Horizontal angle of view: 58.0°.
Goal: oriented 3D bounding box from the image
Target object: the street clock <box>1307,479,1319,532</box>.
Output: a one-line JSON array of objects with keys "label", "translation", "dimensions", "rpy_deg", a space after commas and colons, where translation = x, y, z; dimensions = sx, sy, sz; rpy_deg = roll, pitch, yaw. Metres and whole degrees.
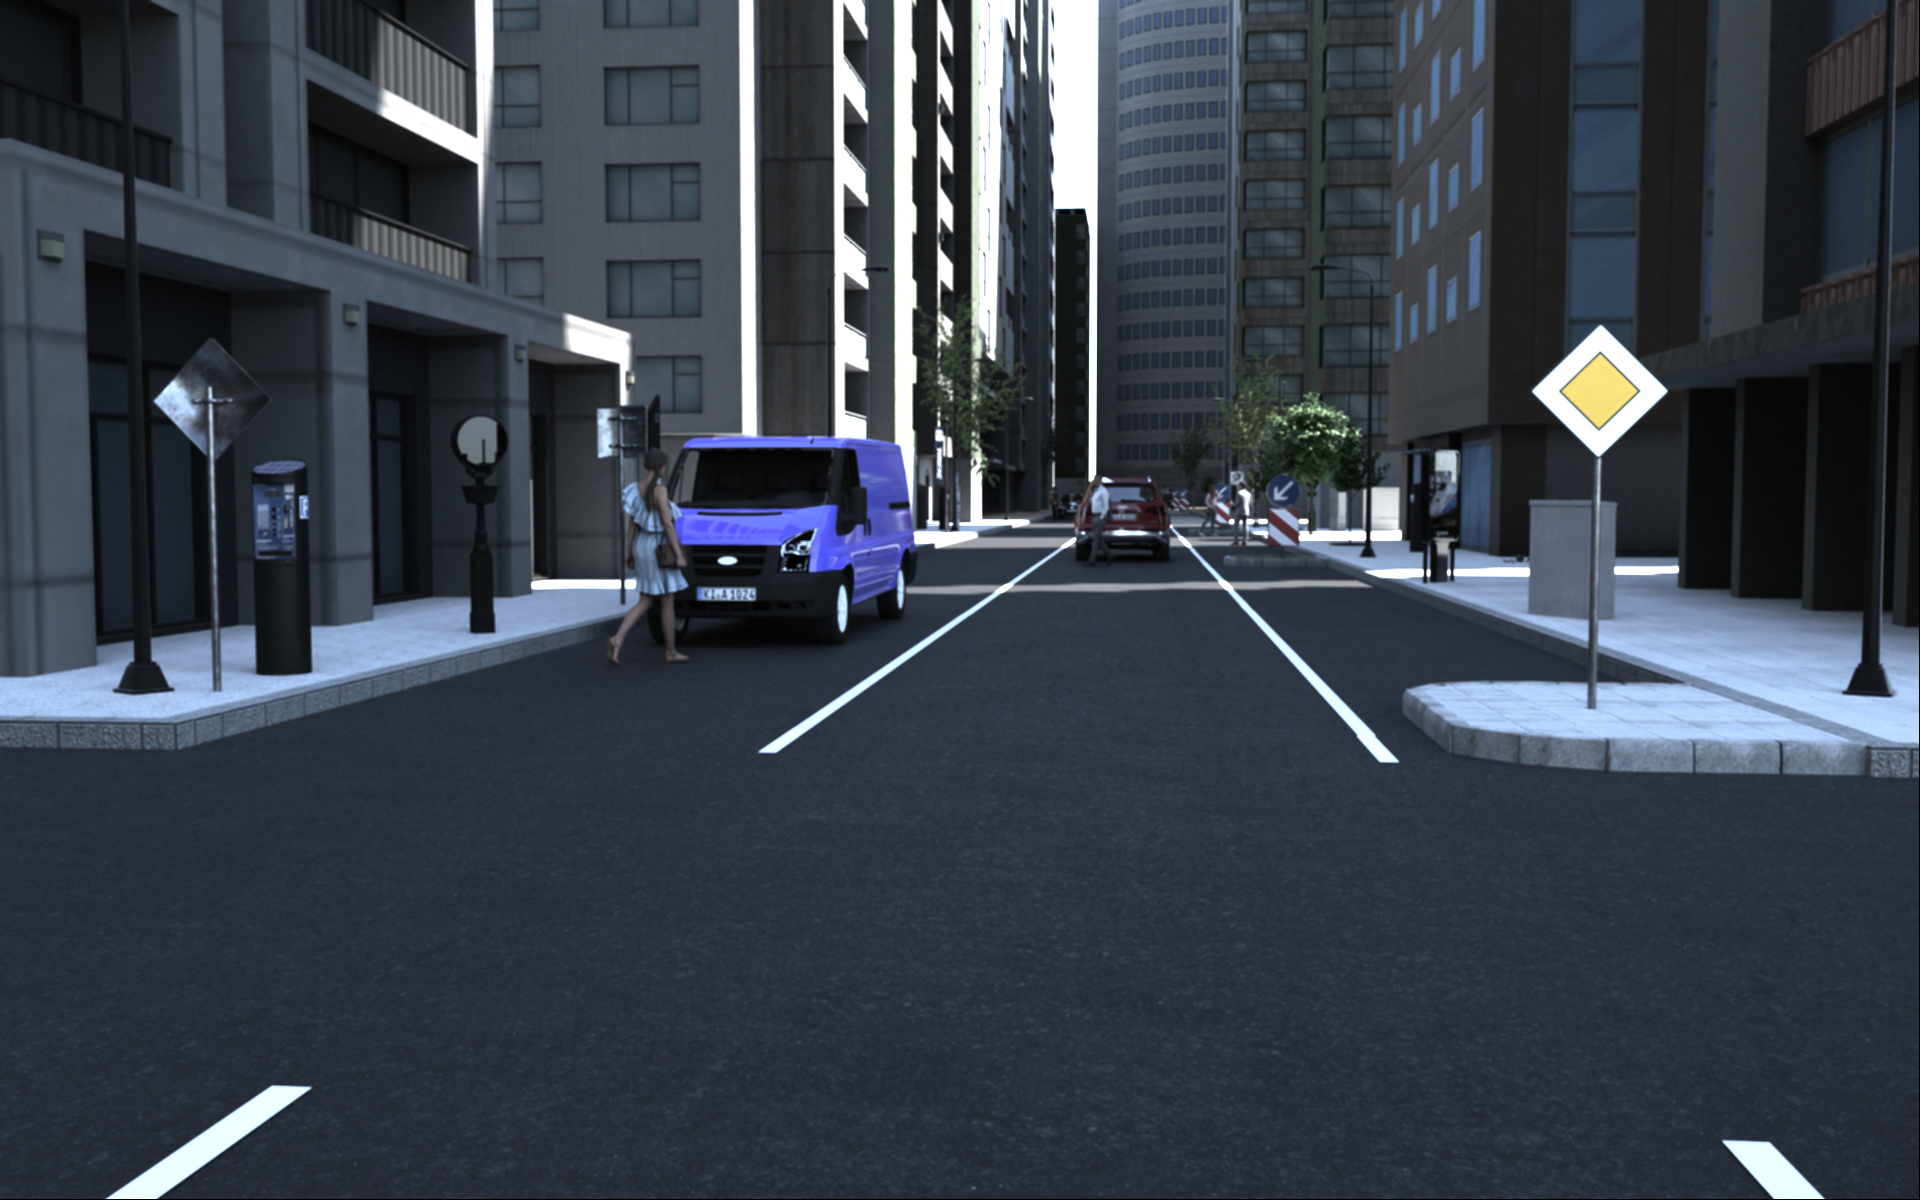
[{"label": "street clock", "translation": [11.913, -3.303, 58.566], "dimensions": [0.471, 2.002, 0.358], "rpy_deg": [-3, 5, -40]}]

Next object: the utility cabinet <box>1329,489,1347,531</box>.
[{"label": "utility cabinet", "translation": [13.138, -3.156, 60.278], "dimensions": [0.318, 1.500, 1.173], "rpy_deg": [0, 4, -2]}]

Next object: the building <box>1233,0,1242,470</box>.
[{"label": "building", "translation": [32.609, -32.186, 115.487], "dimensions": [28.713, 52.752, 27.495], "rpy_deg": [0, 4, 6]}]

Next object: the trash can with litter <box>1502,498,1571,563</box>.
[{"label": "trash can with litter", "translation": [11.141, -1.345, 33.051], "dimensions": [2.233, 1.210, 1.678], "rpy_deg": [-2, 4, -26]}]

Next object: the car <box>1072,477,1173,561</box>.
[{"label": "car", "translation": [3.634, -1.837, 38.707], "dimensions": [2.281, 1.827, 5.304], "rpy_deg": [0, 4, 5]}]

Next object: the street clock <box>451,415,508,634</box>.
[{"label": "street clock", "translation": [-4.421, -0.698, 15.977], "dimensions": [0.471, 2.002, 0.358], "rpy_deg": [-2, 4, -29]}]

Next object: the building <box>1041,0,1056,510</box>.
[{"label": "building", "translation": [-5.972, -37.211, 150.402], "dimensions": [28.212, 58.520, 21.231], "rpy_deg": [0, 4, 6]}]

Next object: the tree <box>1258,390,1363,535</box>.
[{"label": "tree", "translation": [10.969, -4.326, 54.446], "dimensions": [4.285, 4.588, 4.351], "rpy_deg": [0, 3, 0]}]

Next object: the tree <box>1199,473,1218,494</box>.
[{"label": "tree", "translation": [21.075, -9.341, 147.328], "dimensions": [1.663, 3.219, 1.824], "rpy_deg": [0, 3, 0]}]

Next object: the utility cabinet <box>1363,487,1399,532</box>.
[{"label": "utility cabinet", "translation": [14.172, -3.035, 58.294], "dimensions": [1.173, 1.500, 0.318], "rpy_deg": [1, 4, 13]}]

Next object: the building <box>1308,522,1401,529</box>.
[{"label": "building", "translation": [21.025, -18.203, 69.326], "dimensions": [14.160, 30.474, 14.107], "rpy_deg": [0, 4, 6]}]

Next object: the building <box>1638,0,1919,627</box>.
[{"label": "building", "translation": [22.773, -22.193, 17.484], "dimensions": [28.867, 44.769, 22.147], "rpy_deg": [0, 4, 6]}]

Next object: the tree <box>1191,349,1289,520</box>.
[{"label": "tree", "translation": [14.526, -8.349, 86.862], "dimensions": [4.737, 8.622, 4.395], "rpy_deg": [0, 3, 0]}]

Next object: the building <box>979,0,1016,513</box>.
[{"label": "building", "translation": [-10.980, -31.297, 100.948], "dimensions": [28.713, 52.752, 27.495], "rpy_deg": [0, 4, 6]}]

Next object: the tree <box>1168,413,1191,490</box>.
[{"label": "tree", "translation": [20.574, -12.460, 154.089], "dimensions": [4.737, 8.622, 4.395], "rpy_deg": [0, 3, 0]}]

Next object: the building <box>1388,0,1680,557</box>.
[{"label": "building", "translation": [18.228, -23.847, 40.012], "dimensions": [14.600, 45.320, 14.200], "rpy_deg": [0, 4, 6]}]

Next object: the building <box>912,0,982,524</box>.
[{"label": "building", "translation": [-6.690, -18.502, 74.213], "dimensions": [14.160, 30.474, 14.107], "rpy_deg": [0, 4, 6]}]

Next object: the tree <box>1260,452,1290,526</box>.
[{"label": "tree", "translation": [11.879, -4.158, 62.589], "dimensions": [1.663, 3.219, 1.824], "rpy_deg": [0, 3, 0]}]

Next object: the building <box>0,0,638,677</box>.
[{"label": "building", "translation": [-15.606, -35.657, 21.237], "dimensions": [20.563, 71.187, 20.611], "rpy_deg": [0, 4, 6]}]

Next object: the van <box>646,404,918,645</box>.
[{"label": "van", "translation": [-1.793, -0.853, 18.334], "dimensions": [2.240, 2.365, 5.245], "rpy_deg": [0, 4, 7]}]

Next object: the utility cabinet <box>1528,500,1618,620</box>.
[{"label": "utility cabinet", "translation": [6.383, -0.422, 18.069], "dimensions": [0.306, 1.237, 1.020], "rpy_deg": [-1, 4, -20]}]

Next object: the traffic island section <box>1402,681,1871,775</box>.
[{"label": "traffic island section", "translation": [3.795, 0.729, 10.359], "dimensions": [2.009, 0.180, 2.903], "rpy_deg": [0, 4, 6]}]

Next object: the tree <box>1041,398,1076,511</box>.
[{"label": "tree", "translation": [6.722, -11.108, 131.983], "dimensions": [4.360, 8.622, 3.978], "rpy_deg": [0, 3, 0]}]

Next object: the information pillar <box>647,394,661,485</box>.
[{"label": "information pillar", "translation": [-7.165, -3.012, 40.607], "dimensions": [0.183, 3.616, 0.504], "rpy_deg": [1, 4, 19]}]

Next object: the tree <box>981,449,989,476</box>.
[{"label": "tree", "translation": [-0.305, -6.183, 84.811], "dimensions": [4.285, 4.588, 4.351], "rpy_deg": [0, 3, 0]}]

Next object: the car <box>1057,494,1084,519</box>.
[{"label": "car", "translation": [6.510, -5.455, 98.979], "dimensions": [2.009, 1.686, 4.222], "rpy_deg": [0, 4, 7]}]

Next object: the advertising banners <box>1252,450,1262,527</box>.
[{"label": "advertising banners", "translation": [11.558, -4.346, 67.251], "dimensions": [0.090, 3.025, 2.074], "rpy_deg": [1, 4, 18]}]

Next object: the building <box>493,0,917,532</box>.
[{"label": "building", "translation": [-9.172, -22.530, 51.968], "dimensions": [14.154, 41.232, 14.086], "rpy_deg": [0, 4, 6]}]

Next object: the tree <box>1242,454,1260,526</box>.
[{"label": "tree", "translation": [12.634, -4.651, 70.650], "dimensions": [1.663, 3.219, 1.824], "rpy_deg": [0, 3, 0]}]

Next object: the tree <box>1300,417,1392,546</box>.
[{"label": "tree", "translation": [9.669, -2.975, 43.235], "dimensions": [1.663, 3.219, 1.824], "rpy_deg": [0, 3, 0]}]

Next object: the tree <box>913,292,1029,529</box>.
[{"label": "tree", "translation": [0.075, -6.903, 63.224], "dimensions": [4.737, 8.622, 4.395], "rpy_deg": [0, 3, 0]}]

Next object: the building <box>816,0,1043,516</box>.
[{"label": "building", "translation": [-1.619, -26.796, 121.711], "dimensions": [14.154, 41.232, 14.086], "rpy_deg": [0, 4, 6]}]
